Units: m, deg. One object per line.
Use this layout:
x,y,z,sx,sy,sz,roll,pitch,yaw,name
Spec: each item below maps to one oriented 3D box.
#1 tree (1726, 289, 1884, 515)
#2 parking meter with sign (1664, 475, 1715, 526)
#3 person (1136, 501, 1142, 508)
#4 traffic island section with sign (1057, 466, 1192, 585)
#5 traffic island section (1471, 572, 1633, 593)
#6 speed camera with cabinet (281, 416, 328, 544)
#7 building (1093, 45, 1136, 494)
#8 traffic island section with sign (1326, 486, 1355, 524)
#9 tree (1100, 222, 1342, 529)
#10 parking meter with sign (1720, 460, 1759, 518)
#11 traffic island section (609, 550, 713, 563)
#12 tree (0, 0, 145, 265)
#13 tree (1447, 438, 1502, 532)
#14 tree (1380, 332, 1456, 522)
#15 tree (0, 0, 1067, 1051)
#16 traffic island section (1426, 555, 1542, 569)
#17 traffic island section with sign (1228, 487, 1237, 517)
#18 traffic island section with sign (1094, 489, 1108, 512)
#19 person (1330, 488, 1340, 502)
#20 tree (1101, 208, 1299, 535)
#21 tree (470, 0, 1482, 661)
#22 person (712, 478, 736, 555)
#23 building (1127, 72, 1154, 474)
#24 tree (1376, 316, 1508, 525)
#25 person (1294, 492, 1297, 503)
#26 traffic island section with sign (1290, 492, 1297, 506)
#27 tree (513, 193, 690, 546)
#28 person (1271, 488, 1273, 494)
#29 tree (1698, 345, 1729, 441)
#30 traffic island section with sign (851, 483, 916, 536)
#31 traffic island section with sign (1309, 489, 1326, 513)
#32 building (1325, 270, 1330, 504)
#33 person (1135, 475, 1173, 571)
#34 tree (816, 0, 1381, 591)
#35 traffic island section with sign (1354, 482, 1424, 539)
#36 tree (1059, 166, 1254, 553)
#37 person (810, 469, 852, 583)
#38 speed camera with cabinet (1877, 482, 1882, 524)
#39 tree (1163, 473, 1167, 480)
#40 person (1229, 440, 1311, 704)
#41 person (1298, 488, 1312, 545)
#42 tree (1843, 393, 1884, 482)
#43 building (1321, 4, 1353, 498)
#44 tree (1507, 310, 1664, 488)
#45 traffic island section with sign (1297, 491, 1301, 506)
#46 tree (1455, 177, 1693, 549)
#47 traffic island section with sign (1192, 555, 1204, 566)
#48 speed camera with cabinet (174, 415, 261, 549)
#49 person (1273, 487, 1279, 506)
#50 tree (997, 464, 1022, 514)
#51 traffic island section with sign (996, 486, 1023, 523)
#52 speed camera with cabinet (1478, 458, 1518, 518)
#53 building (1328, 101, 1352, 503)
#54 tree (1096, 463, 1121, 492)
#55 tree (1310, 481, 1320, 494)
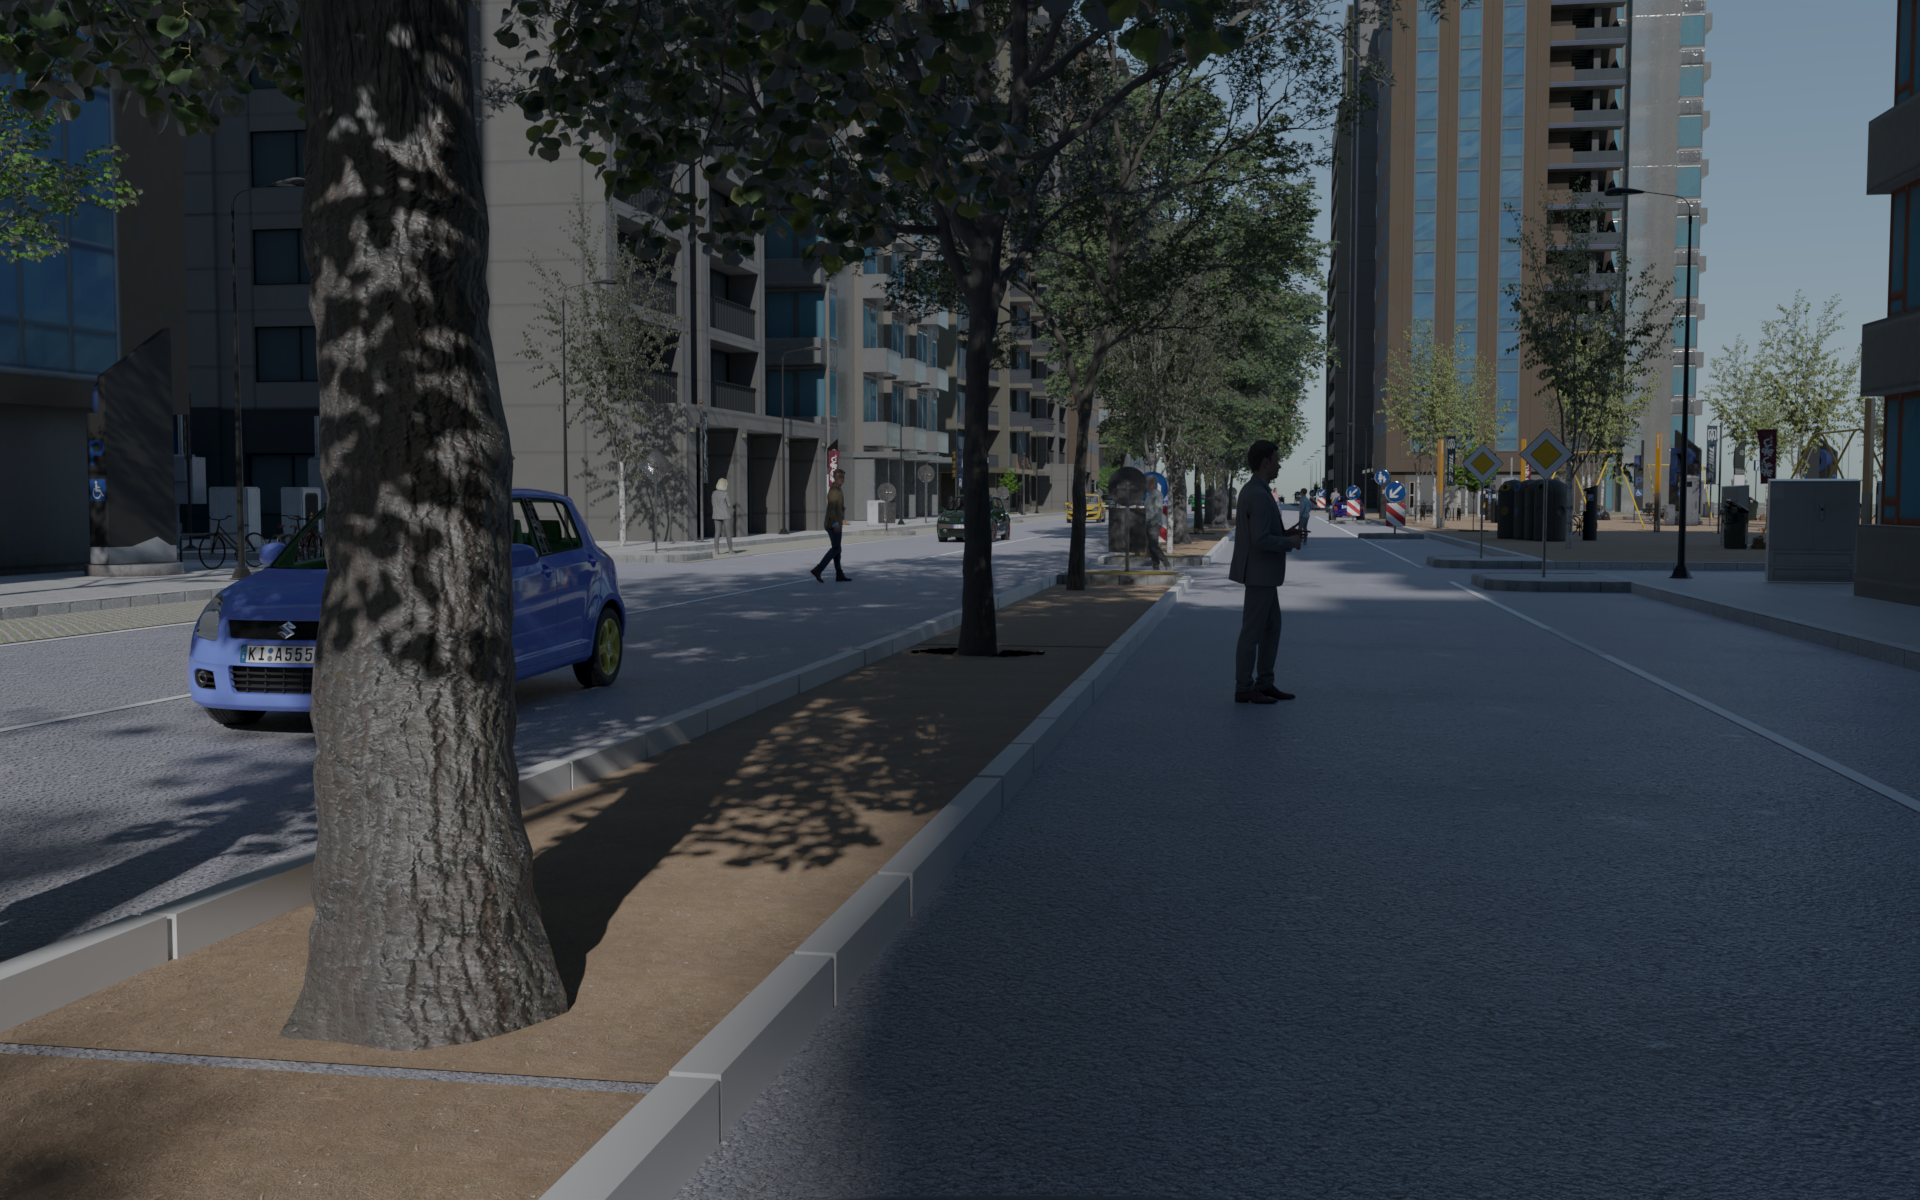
30.783,-6.887,62.970,4.737,8.622,4.395,0,3,0,tree
29.289,-4.486,69.607,1.738,3.016,0.543,1,4,13,parking meter with sign
10.675,-5.744,102.637,0.478,1.798,0.641,-2,4,-27,person
2.656,-1.219,28.064,2.006,1.907,1.989,1,4,10,traffic island section with sign
9.013,-0.270,26.693,2.009,0.180,2.903,1,4,10,traffic island section
-16.188,-2.991,43.237,0.660,3.252,2.038,0,4,7,speed camera with cabinet
6.766,-38.014,210.762,28.713,52.752,27.495,1,4,10,building
18.773,-4.568,83.310,1.989,1.847,2.006,1,4,10,traffic island section with sign
10.706,-9.267,70.980,9.611,12.733,9.660,0,3,0,tree
40.267,-5.704,89.513,1.738,3.016,0.543,3,5,43,parking meter with sign
-6.609,-0.936,37.581,2.009,0.180,2.903,1,4,10,traffic island section
-12.228,-5.637,17.913,9.928,11.665,9.643,0,3,0,tree
17.498,-3.963,59.402,1.663,3.219,1.824,0,3,0,tree
20.840,-7.803,77.941,4.360,8.622,3.978,0,3,0,tree
-1.444,-5.817,4.222,9.857,13.997,8.962,0,3,0,tree
10.414,-0.751,34.555,2.009,0.180,2.903,1,4,10,traffic island section
17.135,-6.190,109.335,2.006,1.907,1.989,1,4,10,traffic island section with sign
10.902,-7.783,135.885,1.989,1.847,2.006,1,4,10,traffic island section with sign
22.873,-5.916,105.431,0.606,1.804,0.583,2,4,29,person
8.360,-8.127,61.087,9.928,11.665,9.643,0,3,0,tree
0.152,-6.258,15.138,12.009,13.543,11.850,0,3,0,tree
-5.582,-1.961,40.754,0.537,1.800,0.526,3,4,38,person
15.066,-42.570,238.024,21.231,58.520,28.212,1,4,10,building
19.291,-7.356,70.634,4.737,8.622,4.395,0,3,0,tree
50.826,-15.517,262.217,1.348,1.822,0.705,-1,4,-14,person
41.929,-12.517,213.277,1.989,1.847,2.006,1,4,10,traffic island section with sign
-8.397,-5.606,42.013,4.360,8.622,3.978,0,3,0,tree
14.739,-4.446,82.202,0.522,1.701,0.512,0,4,-8,person
36.468,-7.956,80.441,4.737,8.622,4.395,0,3,0,tree
-2.600,-3.145,60.043,1.989,1.847,2.006,1,4,10,traffic island section with sign
27.611,-7.603,132.932,1.989,1.847,2.006,1,4,10,traffic island section with sign
53.967,-27.535,221.895,14.160,30.474,14.107,1,4,10,building
3.352,-1.281,29.933,0.515,1.767,0.782,-1,4,-13,person
1.631,-5.391,25.007,8.767,10.594,7.601,1,4,10,tree
13.921,-2.899,56.024,1.989,1.847,2.006,1,4,10,traffic island section with sign
4.170,-5.149,36.998,4.360,8.622,3.978,0,3,0,tree
-2.056,-1.207,28.138,0.836,1.842,0.656,-3,4,-37,person
13.217,-1.764,23.175,0.660,3.252,2.038,-1,4,-9,speed camera with cabinet
31.562,-17.490,269.679,4.285,4.588,4.351,0,3,0,tree
2.145,-0.194,11.877,0.583,1.804,0.606,0,4,-2,person
9.662,-2.347,48.688,0.589,1.601,0.330,-3,5,-41,person
45.797,-8.229,84.899,4.360,8.622,3.978,0,3,0,tree
63.751,-49.754,251.721,20.563,71.187,20.611,1,4,10,building
25.119,-7.218,68.379,4.737,8.622,4.395,0,3,0,tree
32.385,-9.237,159.659,1.989,1.847,2.006,1,4,10,traffic island section with sign
14.361,-5.496,40.227,4.360,8.622,3.978,0,3,0,tree
3.965,-1.665,35.355,2.006,1.907,1.989,1,4,10,traffic island section with sign
-17.506,-2.831,40.618,2.038,3.252,0.660,1,4,9,speed camera with cabinet
18.278,-5.611,100.250,0.388,1.821,0.555,2,4,32,person
3.254,-7.059,110.022,1.663,3.219,1.824,0,3,0,tree
2.122,-4.768,86.583,1.989,1.847,2.006,1,4,10,traffic island section with sign
29.305,-6.120,94.397,0.660,3.252,2.038,-3,5,-45,speed camera with cabinet
54.613,-35.439,203.128,21.300,48.544,21.600,1,4,10,building
17.205,-12.430,186.939,4.285,4.588,4.351,0,3,0,tree
49.065,-14.952,239.065,1.663,3.219,1.824,0,3,0,tree
